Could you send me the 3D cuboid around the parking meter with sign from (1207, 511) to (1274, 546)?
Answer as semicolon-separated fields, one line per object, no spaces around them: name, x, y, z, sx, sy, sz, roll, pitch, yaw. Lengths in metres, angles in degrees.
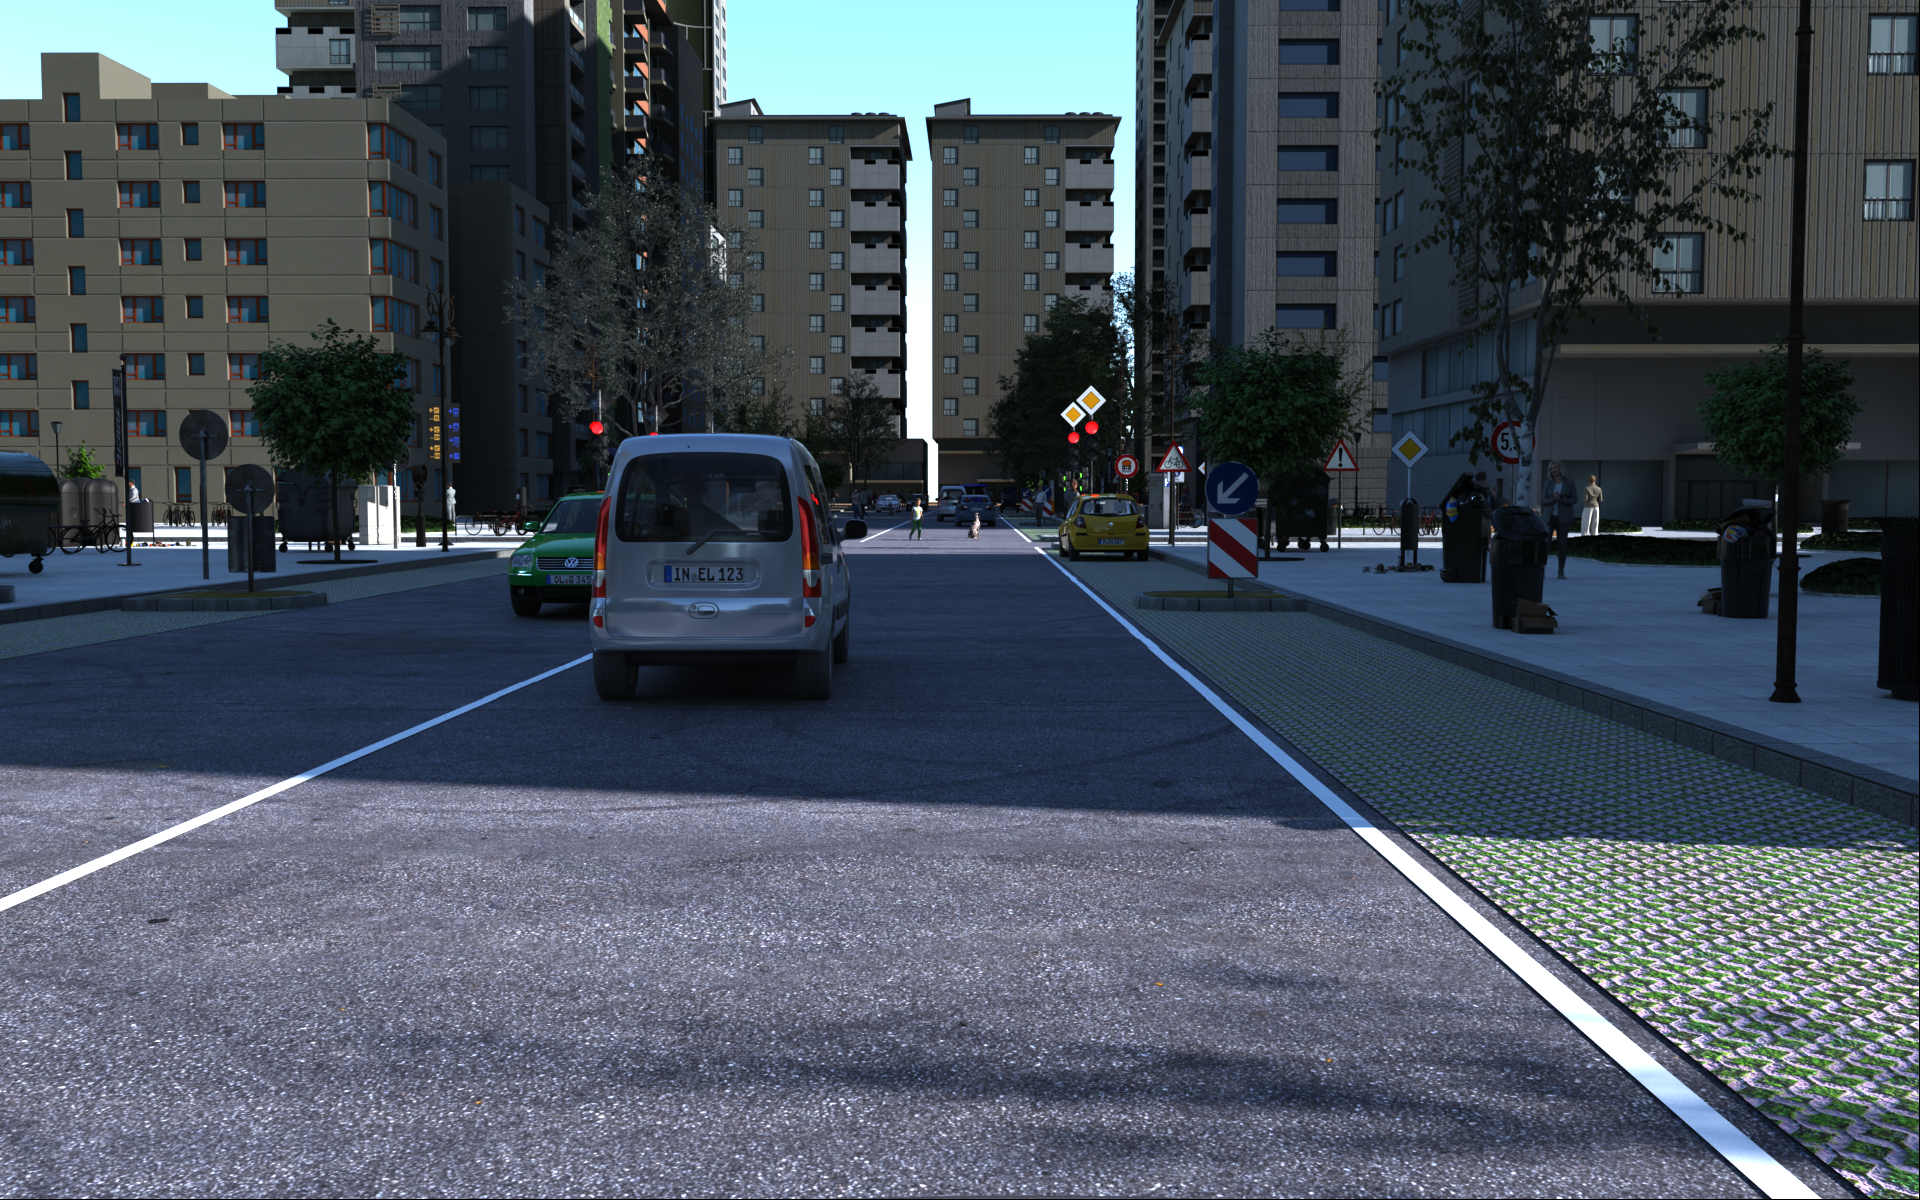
parking meter with sign;7.049;-2.876;43.290;1.738;3.016;0.543;2;4;31

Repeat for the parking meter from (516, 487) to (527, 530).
parking meter;-15.602;-3.257;61.667;0.372;1.533;0.369;0;3;0

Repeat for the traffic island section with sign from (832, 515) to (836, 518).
traffic island section with sign;-8.531;-5.898;105.063;1.989;1.847;2.006;0;4;0

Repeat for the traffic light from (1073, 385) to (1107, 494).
traffic light;3.359;-3.414;44.745;0.839;4.253;0.868;0;4;0

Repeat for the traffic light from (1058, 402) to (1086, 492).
traffic light;3.423;-3.903;52.730;0.839;4.253;0.868;0;4;0

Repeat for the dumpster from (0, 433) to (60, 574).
dumpster;-15.292;-1.501;27.035;1.502;2.255;1.985;0;4;1

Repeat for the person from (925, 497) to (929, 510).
person;-3.202;-8.864;156.623;0.799;1.438;0.628;-3;5;-40

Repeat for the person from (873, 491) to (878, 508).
person;-8.024;-9.428;163.572;0.541;1.710;0.530;-2;4;-27

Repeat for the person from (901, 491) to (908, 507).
person;-6.387;-11.459;195.835;1.348;1.826;0.705;1;4;11

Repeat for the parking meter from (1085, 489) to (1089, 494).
parking meter;6.728;-5.026;90.585;0.372;1.533;0.369;0;3;0

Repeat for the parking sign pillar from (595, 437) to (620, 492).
parking sign pillar;-14.511;-5.119;72.169;1.447;3.967;1.447;0;4;6

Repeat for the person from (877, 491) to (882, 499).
person;-8.235;-10.681;183.846;1.217;1.735;0.721;-2;4;-25

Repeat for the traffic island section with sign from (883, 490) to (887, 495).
traffic island section with sign;-7.913;-10.610;182.103;1.989;1.847;2.006;0;4;0

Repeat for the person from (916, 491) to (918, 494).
person;-4.711;-10.764;185.204;0.721;1.735;1.217;0;4;3

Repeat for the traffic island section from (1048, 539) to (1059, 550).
traffic island section;3.399;-1.381;44.858;2.009;0.180;2.903;0;4;0

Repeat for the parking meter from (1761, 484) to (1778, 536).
parking meter;20.120;-2.119;43.064;0.372;1.533;0.369;0;3;0

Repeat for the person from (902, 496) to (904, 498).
person;-5.535;-8.962;155.744;1.217;1.735;0.721;1;4;14

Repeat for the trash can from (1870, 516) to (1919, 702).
trash can;6.090;0.051;10.821;0.748;1.137;0.748;0;3;0

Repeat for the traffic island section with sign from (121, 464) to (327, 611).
traffic island section with sign;-9.201;-0.816;21.962;1.989;1.847;2.006;0;4;0

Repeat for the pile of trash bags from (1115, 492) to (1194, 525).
pile of trash bags;8.047;-3.863;72.906;3.447;1.369;1.912;-1;4;-21

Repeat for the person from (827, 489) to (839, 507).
person;-12.624;-10.133;171.726;1.348;1.822;0.705;-1;4;-9

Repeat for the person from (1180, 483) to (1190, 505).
person;10.656;-4.640;81.876;0.573;1.828;0.580;-1;4;-20

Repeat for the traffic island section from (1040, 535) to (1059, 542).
traffic island section;3.463;-1.869;52.843;2.009;0.180;2.903;0;4;0

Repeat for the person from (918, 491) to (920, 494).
person;-4.513;-11.141;190.792;0.705;1.807;1.348;0;4;1

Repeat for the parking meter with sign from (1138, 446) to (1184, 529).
parking meter with sign;7.288;-4.102;63.323;1.738;3.016;0.543;3;5;42

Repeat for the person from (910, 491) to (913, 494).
person;-4.241;-8.906;154.817;0.721;1.736;1.217;0;4;-7

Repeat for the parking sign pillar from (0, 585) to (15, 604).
parking sign pillar;-11.938;-1.944;20.260;1.447;3.967;1.447;3;5;41

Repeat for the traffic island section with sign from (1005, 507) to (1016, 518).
traffic island section with sign;3.878;-5.884;104.833;1.989;1.847;2.006;0;4;0

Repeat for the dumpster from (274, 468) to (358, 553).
dumpster;-14.313;-2.005;38.535;1.264;1.857;1.865;0;4;0

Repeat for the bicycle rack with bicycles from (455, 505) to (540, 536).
bicycle rack with bicycles;-14.190;-2.479;53.916;2.852;0.926;2.925;2;4;33

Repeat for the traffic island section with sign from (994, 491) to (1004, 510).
traffic island section with sign;4.295;-8.928;154.594;1.989;1.847;2.006;0;4;0

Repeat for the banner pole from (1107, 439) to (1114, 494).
banner pole;6.844;-5.423;78.679;0.401;3.779;0.863;-1;4;-18

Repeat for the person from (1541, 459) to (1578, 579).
person;8.994;-1.213;26.052;0.537;1.800;0.526;3;4;36

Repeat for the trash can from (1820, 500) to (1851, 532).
trash can;22.353;-1.994;44.261;0.748;1.137;0.748;0;3;0

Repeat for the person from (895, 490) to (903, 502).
person;-5.486;-8.795;152.849;0.990;1.755;0.434;0;4;-6

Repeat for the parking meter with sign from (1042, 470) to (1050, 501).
parking meter with sign;6.861;-7.915;125.671;1.738;3.016;0.543;-2;4;-24

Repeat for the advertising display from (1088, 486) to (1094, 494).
advertising display;6.853;-5.317;92.148;0.123;1.923;0.974;-2;4;-24

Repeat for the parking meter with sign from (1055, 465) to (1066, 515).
parking meter with sign;6.671;-6.658;105.113;1.738;3.016;0.543;2;4;28

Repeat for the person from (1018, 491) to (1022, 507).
person;6.095;-10.157;173.580;0.415;1.643;0.593;3;4;37

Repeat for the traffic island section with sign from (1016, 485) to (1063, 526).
traffic island section with sign;3.673;-4.236;77.878;1.989;1.847;2.006;0;4;0

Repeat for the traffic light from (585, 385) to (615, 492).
traffic light;-9.302;-3.420;44.830;0.839;4.253;0.868;0;4;0

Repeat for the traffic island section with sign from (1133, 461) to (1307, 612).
traffic island section with sign;3.222;-0.813;21.916;1.989;1.847;2.006;0;4;0

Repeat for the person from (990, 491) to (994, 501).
person;3.053;-10.257;176.937;0.721;1.736;1.217;3;5;43

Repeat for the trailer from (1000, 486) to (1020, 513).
trailer;3.811;-7.652;132.163;1.471;1.999;3.904;0;4;2

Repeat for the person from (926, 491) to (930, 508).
person;-3.303;-10.412;179.415;0.721;1.739;1.217;1;4;17

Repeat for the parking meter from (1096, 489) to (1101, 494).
parking meter;6.848;-4.680;84.925;0.372;1.533;0.369;0;3;0

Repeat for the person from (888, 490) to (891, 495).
person;-6.924;-9.799;168.717;0.705;1.824;1.348;-2;4;-26

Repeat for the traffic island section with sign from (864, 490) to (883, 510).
traffic island section with sign;-8.128;-8.934;154.704;1.989;1.847;2.006;0;4;0

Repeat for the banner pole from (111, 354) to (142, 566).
banner pole;-14.881;-2.492;30.757;0.401;3.779;0.863;-1;4;-9

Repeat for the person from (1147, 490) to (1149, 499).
person;19.518;-10.560;179.381;1.217;1.739;0.721;1;4;12

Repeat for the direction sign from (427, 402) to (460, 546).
direction sign;-12.823;-3.125;43.095;0.379;3.537;0.876;3;5;42

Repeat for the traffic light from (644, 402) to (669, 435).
traffic light;-9.238;-3.908;52.815;0.839;4.253;0.868;0;4;0

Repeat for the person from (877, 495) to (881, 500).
person;-9.749;-11.968;207.411;0.697;1.427;0.421;2;4;29

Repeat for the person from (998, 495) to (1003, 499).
person;4.529;-10.973;188.625;0.721;1.735;1.217;2;4;35

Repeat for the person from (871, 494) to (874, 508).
person;-8.691;-9.887;173.367;0.599;1.433;0.991;2;4;35
